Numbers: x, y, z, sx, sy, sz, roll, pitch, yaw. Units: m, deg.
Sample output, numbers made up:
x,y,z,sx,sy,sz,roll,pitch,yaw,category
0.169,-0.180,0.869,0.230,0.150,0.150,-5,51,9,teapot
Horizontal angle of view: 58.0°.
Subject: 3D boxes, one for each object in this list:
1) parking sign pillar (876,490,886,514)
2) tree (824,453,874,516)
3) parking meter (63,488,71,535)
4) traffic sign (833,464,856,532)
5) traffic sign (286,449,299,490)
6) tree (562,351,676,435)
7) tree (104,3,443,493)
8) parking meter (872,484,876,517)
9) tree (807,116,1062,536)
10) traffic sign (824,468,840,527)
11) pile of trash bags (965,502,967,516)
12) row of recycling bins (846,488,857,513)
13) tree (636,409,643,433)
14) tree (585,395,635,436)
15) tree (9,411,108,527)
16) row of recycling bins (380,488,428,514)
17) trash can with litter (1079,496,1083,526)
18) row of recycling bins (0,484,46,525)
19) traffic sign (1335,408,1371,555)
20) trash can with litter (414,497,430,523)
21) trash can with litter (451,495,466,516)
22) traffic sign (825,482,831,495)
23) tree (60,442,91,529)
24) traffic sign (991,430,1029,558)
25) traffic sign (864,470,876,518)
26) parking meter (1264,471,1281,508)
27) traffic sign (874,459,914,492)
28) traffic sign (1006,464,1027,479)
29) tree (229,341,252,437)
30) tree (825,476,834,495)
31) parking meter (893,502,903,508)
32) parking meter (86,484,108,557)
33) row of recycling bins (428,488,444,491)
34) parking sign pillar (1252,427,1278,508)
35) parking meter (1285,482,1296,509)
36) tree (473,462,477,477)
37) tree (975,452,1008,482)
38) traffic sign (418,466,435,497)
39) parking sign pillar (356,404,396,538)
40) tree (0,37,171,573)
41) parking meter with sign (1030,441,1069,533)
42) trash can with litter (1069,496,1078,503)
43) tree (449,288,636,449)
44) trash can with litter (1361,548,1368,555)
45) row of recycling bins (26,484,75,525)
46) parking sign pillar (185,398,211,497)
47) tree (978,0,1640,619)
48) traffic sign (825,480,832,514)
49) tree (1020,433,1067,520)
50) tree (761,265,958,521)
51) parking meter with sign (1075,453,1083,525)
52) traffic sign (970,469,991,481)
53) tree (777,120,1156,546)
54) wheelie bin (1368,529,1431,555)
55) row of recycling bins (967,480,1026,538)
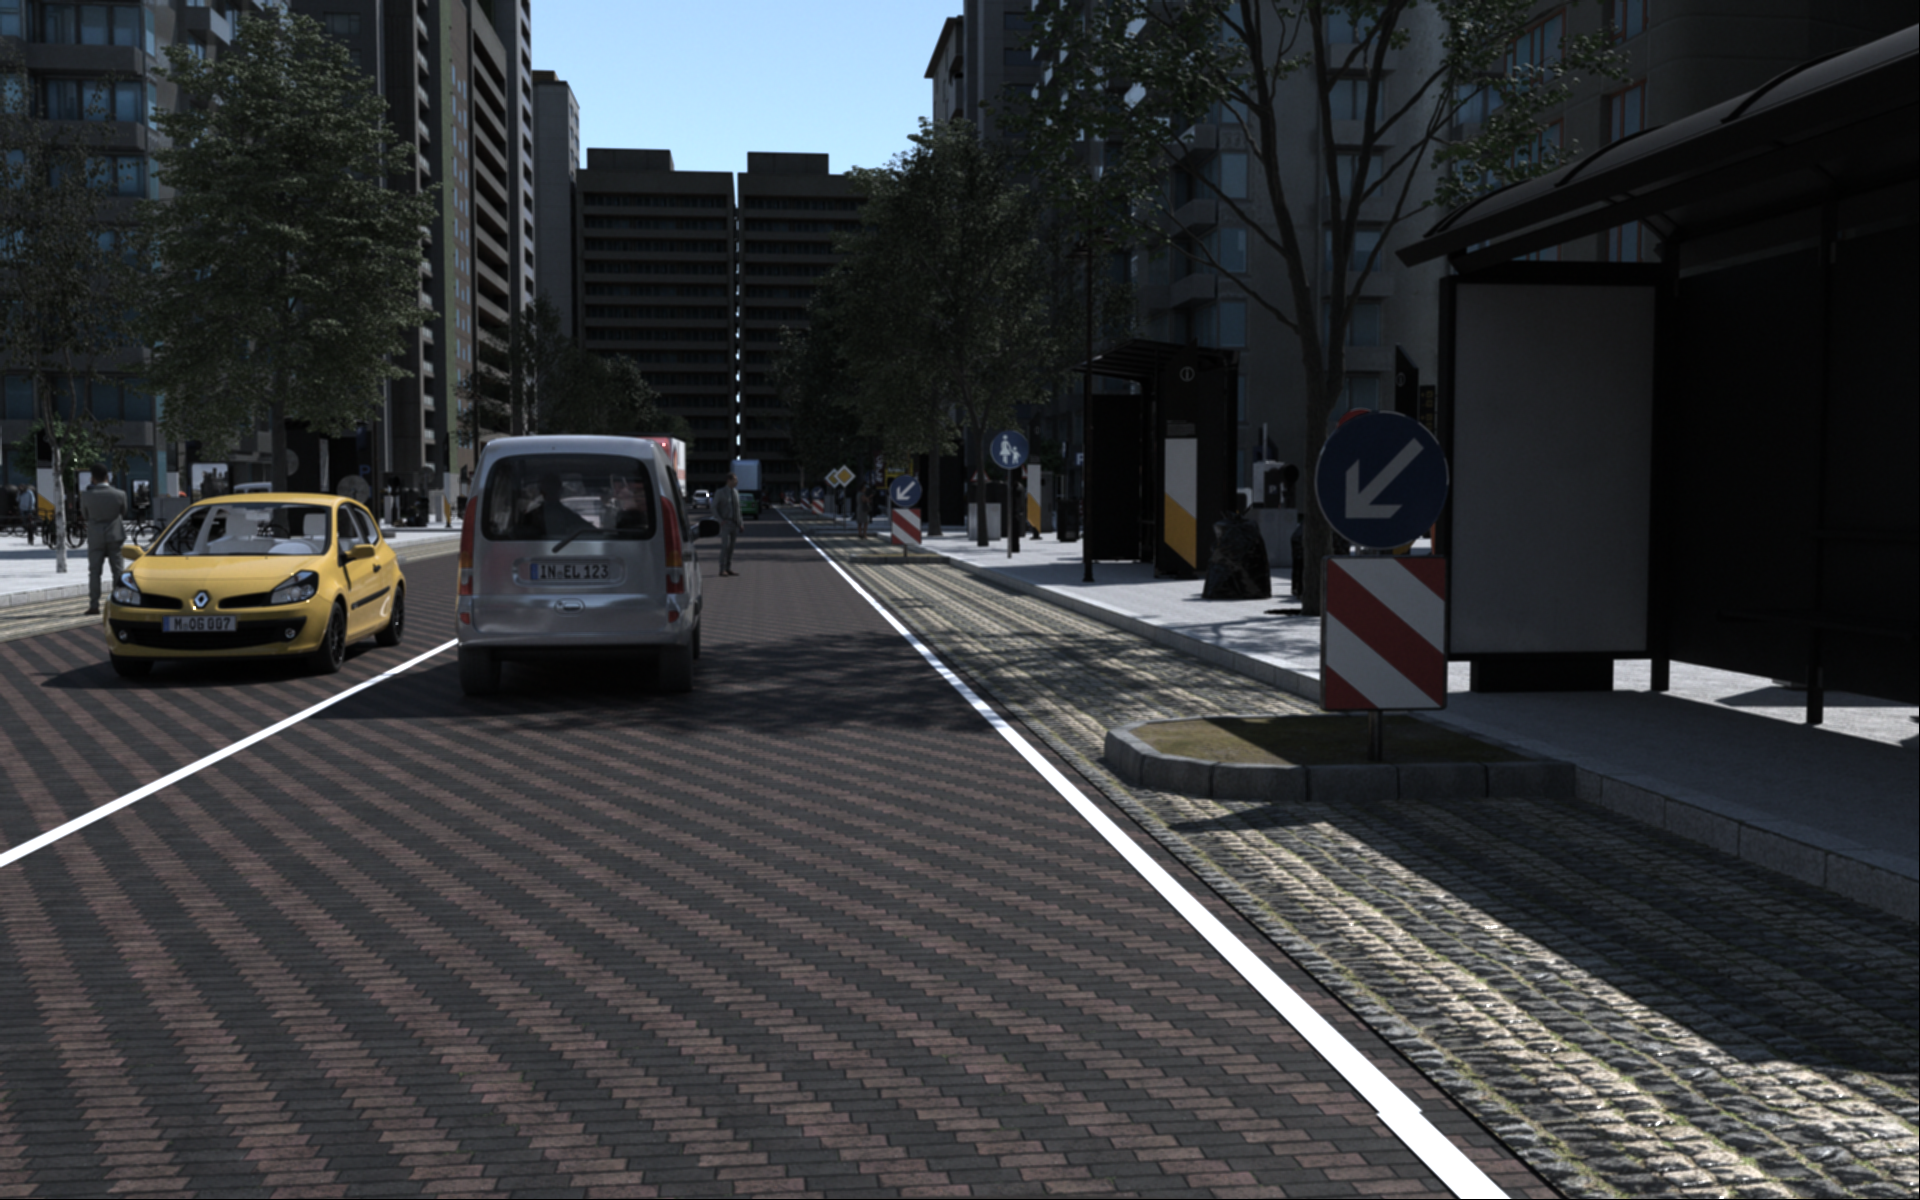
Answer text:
x,y,z,sx,sy,sz,roll,pitch,yaw,category
-5.038,-7.674,113.935,1.447,3.967,1.447,1,4,20,parking sign pillar
-6.334,-7.229,101.900,4.285,4.588,4.351,0,3,0,tree
-28.154,-2.811,54.374,0.372,1.533,0.369,0,3,0,parking meter
-3.905,-3.358,58.547,0.795,2.450,0.064,0,4,-7,traffic sign
-18.996,-2.976,48.765,0.768,2.556,0.104,0,4,1,traffic sign
-27.581,-13.615,139.619,9.611,12.733,9.660,0,3,0,tree
-15.690,-7.496,40.682,7.486,12.596,7.792,0,3,0,tree
-4.869,-5.590,97.101,0.255,1.863,0.399,-1,4,-17,parking meter
-0.652,-8.201,52.208,7.486,12.596,7.792,0,3,0,tree
-4.817,-3.843,66.480,0.795,2.450,0.064,0,4,-7,traffic sign
-0.597,-5.761,103.948,1.912,1.369,3.447,-1,4,-8,pile of trash bags
-7.676,-6.876,119.539,1.069,1.692,3.534,0,4,8,row of recycling bins
-23.203,-10.561,107.078,8.767,10.594,7.601,2,4,24,tree
-25.233,-10.586,123.446,4.360,8.622,3.978,0,3,0,tree
-35.386,-5.159,68.055,4.285,4.588,4.351,0,3,0,tree
-36.210,-6.410,111.914,3.534,1.692,1.069,2,4,31,row of recycling bins
4.798,-3.564,69.322,1.678,1.210,2.233,-2,4,-34,trash can with litter
-40.299,-4.034,73.062,3.534,1.692,1.069,2,4,24,row of recycling bins
5.947,-1.573,25.826,0.768,2.556,0.104,0,4,-2,traffic sign
-23.746,-3.983,76.514,0.624,1.170,1.055,-1,4,-13,trash can with litter
-29.597,-5.527,101.422,2.233,1.210,1.678,-3,5,-40,trash can with litter
-10.413,-8.496,139.019,0.768,2.556,0.104,0,4,-6,traffic sign
-33.328,-4.291,64.759,1.663,3.219,1.824,0,3,0,tree
0.992,-2.107,34.554,0.768,2.556,0.104,0,4,0,traffic sign
-4.713,-5.649,92.472,0.768,2.556,0.104,0,4,3,traffic sign
7.947,-2.348,44.106,0.399,1.863,0.255,0,3,0,parking meter
-3.734,-6.351,97.717,2.265,3.308,0.079,0,4,-1,traffic sign
2.021,-3.669,59.999,0.884,2.594,0.081,0,4,3,traffic sign
-33.655,-7.749,77.056,4.360,8.622,3.978,0,3,0,tree
-10.050,-11.290,134.959,4.360,8.622,3.978,0,3,0,tree
-4.775,-7.647,133.443,0.372,1.533,0.369,0,3,0,parking meter
-17.450,-1.629,35.051,0.372,1.533,0.369,0,3,0,parking meter
-35.390,-6.704,116.724,1.069,1.692,3.534,-3,4,-36,row of recycling bins
12.242,-4.955,69.482,1.447,3.967,1.447,-1,4,-20,parking sign pillar
10.858,-3.135,56.969,0.255,1.863,0.399,-1,4,-12,parking meter
-34.840,-8.909,129.374,4.285,4.588,4.351,0,3,0,tree
1.209,-5.045,77.089,1.663,3.219,1.824,0,3,0,tree
-24.423,-4.842,79.269,0.768,2.556,0.104,0,4,2,traffic sign
-17.211,-3.788,50.403,1.447,3.967,1.447,-1,4,-10,parking sign pillar
-14.643,-4.737,27.805,4.360,8.622,3.978,0,3,0,tree
2.673,-3.728,57.220,1.738,3.016,0.543,-1,4,-10,parking meter with sign
6.547,-5.584,102.683,0.624,1.170,1.055,-2,4,-25,trash can with litter
-19.457,-8.781,77.984,7.601,10.594,8.767,0,4,1,tree
7.554,-1.186,30.785,1.055,1.170,0.624,-2,4,-26,trash can with litter
-37.594,-3.977,72.142,1.069,1.692,3.534,-1,4,-10,row of recycling bins
-21.168,-3.651,48.170,1.447,3.967,1.447,-1,4,-13,parking sign pillar
3.827,-5.652,18.168,9.928,11.665,9.643,0,3,0,tree
-8.419,-6.920,113.247,0.768,2.556,0.104,0,4,-1,traffic sign
3.659,-6.225,85.486,4.285,4.588,4.351,0,3,0,tree
-4.869,-10.227,84.217,9.611,12.733,9.660,0,3,0,tree
5.374,-4.729,73.573,0.543,3.016,1.738,1,4,19,parking meter with sign
0.855,-4.458,72.890,0.884,2.594,0.081,0,4,0,traffic sign
0.625,-6.617,42.604,8.767,10.594,7.601,0,4,6,tree
7.079,-1.254,28.418,0.980,1.594,0.693,0,4,-5,wheelie bin
1.055,-2.789,52.718,1.069,1.692,3.534,-1,4,-18,row of recycling bins
